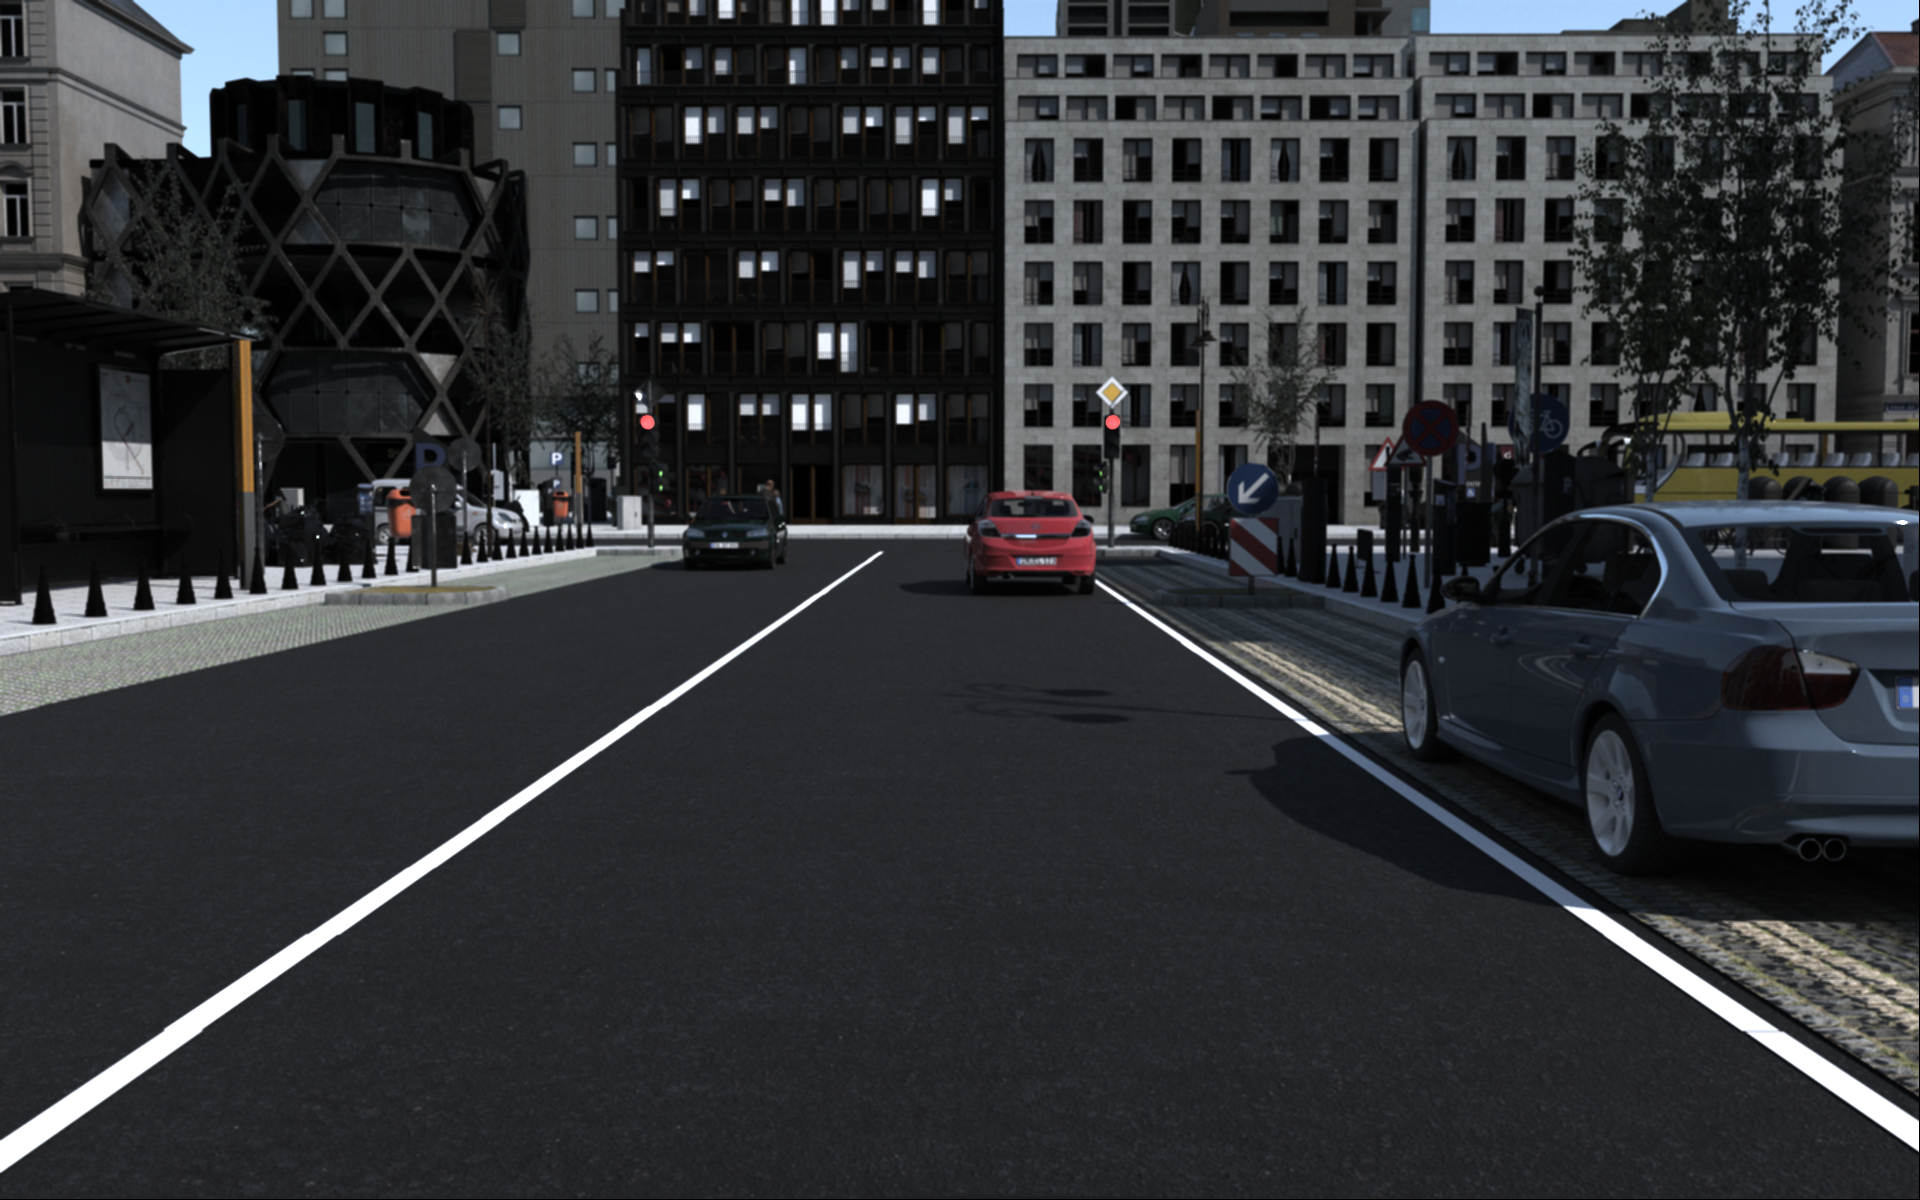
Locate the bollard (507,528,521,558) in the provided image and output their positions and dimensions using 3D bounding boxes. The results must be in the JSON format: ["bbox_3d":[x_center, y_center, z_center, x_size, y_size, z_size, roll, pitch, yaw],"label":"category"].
[{"bbox_3d":[-8.987,-1.138,34.653,0.229,0.601,0.229,0,3,0],"label":"bollard"}]

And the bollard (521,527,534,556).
[{"bbox_3d":[-8.985,-1.201,35.680,0.229,0.601,0.229,0,3,0],"label":"bollard"}]

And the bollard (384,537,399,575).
[{"bbox_3d":[-9.013,-0.696,27.424,0.229,0.601,0.229,0,3,0],"label":"bollard"}]

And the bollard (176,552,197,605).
[{"bbox_3d":[-9.034,-0.254,20.200,0.229,0.601,0.229,0,3,0],"label":"bollard"}]

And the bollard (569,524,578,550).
[{"bbox_3d":[-8.969,-1.453,39.794,0.229,0.601,0.229,0,3,0],"label":"bollard"}]

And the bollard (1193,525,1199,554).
[{"bbox_3d":[5.171,-1.289,37.122,0.229,0.601,0.229,0,3,0],"label":"bollard"}]

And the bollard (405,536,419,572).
[{"bbox_3d":[-9.005,-0.759,28.457,0.229,0.601,0.229,0,3,0],"label":"bollard"}]

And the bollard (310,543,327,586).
[{"bbox_3d":[-9.022,-0.507,24.329,0.229,0.601,0.229,0,3,0],"label":"bollard"}]

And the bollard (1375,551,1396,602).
[{"bbox_3d":[5.115,-0.279,20.606,0.229,0.601,0.229,0,3,0],"label":"bollard"}]

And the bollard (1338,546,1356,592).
[{"bbox_3d":[5.125,-0.407,22.690,0.229,0.601,0.229,0,3,0],"label":"bollard"}]

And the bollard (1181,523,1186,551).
[{"bbox_3d":[5.180,-1.415,39.180,0.229,0.601,0.229,0,3,0],"label":"bollard"}]

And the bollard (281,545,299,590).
[{"bbox_3d":[-9.023,-0.444,23.303,0.229,0.601,0.229,0,3,0],"label":"bollard"}]

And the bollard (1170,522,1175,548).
[{"bbox_3d":[5.185,-1.542,41.257,0.229,0.601,0.229,0,3,0],"label":"bollard"}]

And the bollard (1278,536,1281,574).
[{"bbox_3d":[5.142,-0.722,27.842,0.229,0.601,0.229,0,3,0],"label":"bollard"}]

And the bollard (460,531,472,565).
[{"bbox_3d":[-9.000,-0.949,31.556,0.229,0.601,0.229,0,3,0],"label":"bollard"}]

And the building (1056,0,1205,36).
[{"bbox_3d":[23.817,-48.963,238.796,20.611,71.187,20.563,0,4,0],"label":"building"}]

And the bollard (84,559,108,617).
[{"bbox_3d":[-9.049,-0.127,18.121,0.229,0.601,0.229,0,3,0],"label":"bollard"}]

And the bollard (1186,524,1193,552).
[{"bbox_3d":[5.173,-1.352,38.153,0.229,0.601,0.229,0,3,0],"label":"bollard"}]

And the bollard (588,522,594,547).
[{"bbox_3d":[-8.958,-1.580,41.874,0.229,0.601,0.229,0,3,0],"label":"bollard"}]

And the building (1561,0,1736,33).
[{"bbox_3d":[67.541,-33.726,175.116,21.600,48.544,21.300,0,4,0],"label":"building"}]

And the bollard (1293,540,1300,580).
[{"bbox_3d":[5.133,-0.596,25.784,0.229,0.601,0.229,0,3,0],"label":"bollard"}]

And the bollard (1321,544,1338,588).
[{"bbox_3d":[5.122,-0.470,23.721,0.229,0.601,0.229,0,3,0],"label":"bollard"}]

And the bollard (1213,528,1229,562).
[{"bbox_3d":[5.163,-1.101,34.042,0.229,0.601,0.229,0,3,0],"label":"bollard"}]

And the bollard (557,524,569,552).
[{"bbox_3d":[-8.963,-1.390,38.766,0.229,0.601,0.229,0,3,0],"label":"bollard"}]

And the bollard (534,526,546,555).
[{"bbox_3d":[-8.977,-1.264,36.707,0.229,0.601,0.229,0,3,0],"label":"bollard"}]

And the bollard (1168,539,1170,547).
[{"bbox_3d":[5.190,-1.605,42.284,0.229,0.601,0.229,0,3,0],"label":"bollard"}]

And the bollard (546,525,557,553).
[{"bbox_3d":[-8.973,-1.327,37.733,0.229,0.601,0.229,0,3,0],"label":"bollard"}]

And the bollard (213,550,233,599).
[{"bbox_3d":[-9.034,-0.317,21.227,0.229,0.601,0.229,0,3,0],"label":"bollard"}]

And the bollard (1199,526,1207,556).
[{"bbox_3d":[5.166,-1.227,36.096,0.229,0.601,0.229,0,3,0],"label":"bollard"}]

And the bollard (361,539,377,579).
[{"bbox_3d":[-9.016,-0.633,26.396,0.229,0.601,0.229,0,3,0],"label":"bollard"}]

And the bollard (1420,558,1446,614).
[{"bbox_3d":[5.108,-0.153,18.548,0.229,0.601,0.229,0,3,0],"label":"bollard"}]

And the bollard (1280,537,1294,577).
[{"bbox_3d":[5.132,-0.659,26.815,0.229,0.601,0.229,0,3,0],"label":"bollard"}]

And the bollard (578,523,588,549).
[{"bbox_3d":[-8.965,-1.516,40.828,0.229,0.601,0.229,0,3,0],"label":"bollard"}]

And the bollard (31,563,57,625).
[{"bbox_3d":[-9.046,-0.064,17.090,0.229,0.601,0.229,0,3,0],"label":"bollard"}]

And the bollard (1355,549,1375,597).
[{"bbox_3d":[5.116,-0.342,21.641,0.229,0.601,0.229,0,3,0],"label":"bollard"}]

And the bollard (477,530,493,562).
[{"bbox_3d":[-8.993,-1.012,32.586,0.229,0.601,0.229,0,3,0],"label":"bollard"}]

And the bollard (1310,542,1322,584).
[{"bbox_3d":[5.129,-0.532,24.747,0.229,0.601,0.229,0,3,0],"label":"bollard"}]

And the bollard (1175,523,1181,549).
[{"bbox_3d":[5.182,-1.478,40.207,0.229,0.601,0.229,0,3,0],"label":"bollard"}]

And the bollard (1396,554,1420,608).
[{"bbox_3d":[5.110,-0.216,19.579,0.229,0.601,0.229,0,3,0],"label":"bollard"}]

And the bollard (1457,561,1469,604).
[{"bbox_3d":[5.102,-0.090,17.515,0.229,0.601,0.229,0,3,0],"label":"bollard"}]

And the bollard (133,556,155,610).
[{"bbox_3d":[-9.041,-0.192,19.173,0.229,0.601,0.229,0,3,0],"label":"bollard"}]

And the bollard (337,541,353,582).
[{"bbox_3d":[-9.016,-0.570,25.362,0.229,0.601,0.229,0,3,0],"label":"bollard"}]

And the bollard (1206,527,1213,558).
[{"bbox_3d":[5.168,-1.164,35.069,0.229,0.601,0.229,0,3,0],"label":"bollard"}]

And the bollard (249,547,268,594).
[{"bbox_3d":[-9.028,-0.380,22.261,0.229,0.601,0.229,0,3,0],"label":"bollard"}]

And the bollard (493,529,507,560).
[{"bbox_3d":[-8.988,-1.075,33.616,0.229,0.601,0.229,0,3,0],"label":"bollard"}]

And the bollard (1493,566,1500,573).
[{"bbox_3d":[5.099,-0.027,16.476,0.229,0.601,0.229,0,3,0],"label":"bollard"}]
